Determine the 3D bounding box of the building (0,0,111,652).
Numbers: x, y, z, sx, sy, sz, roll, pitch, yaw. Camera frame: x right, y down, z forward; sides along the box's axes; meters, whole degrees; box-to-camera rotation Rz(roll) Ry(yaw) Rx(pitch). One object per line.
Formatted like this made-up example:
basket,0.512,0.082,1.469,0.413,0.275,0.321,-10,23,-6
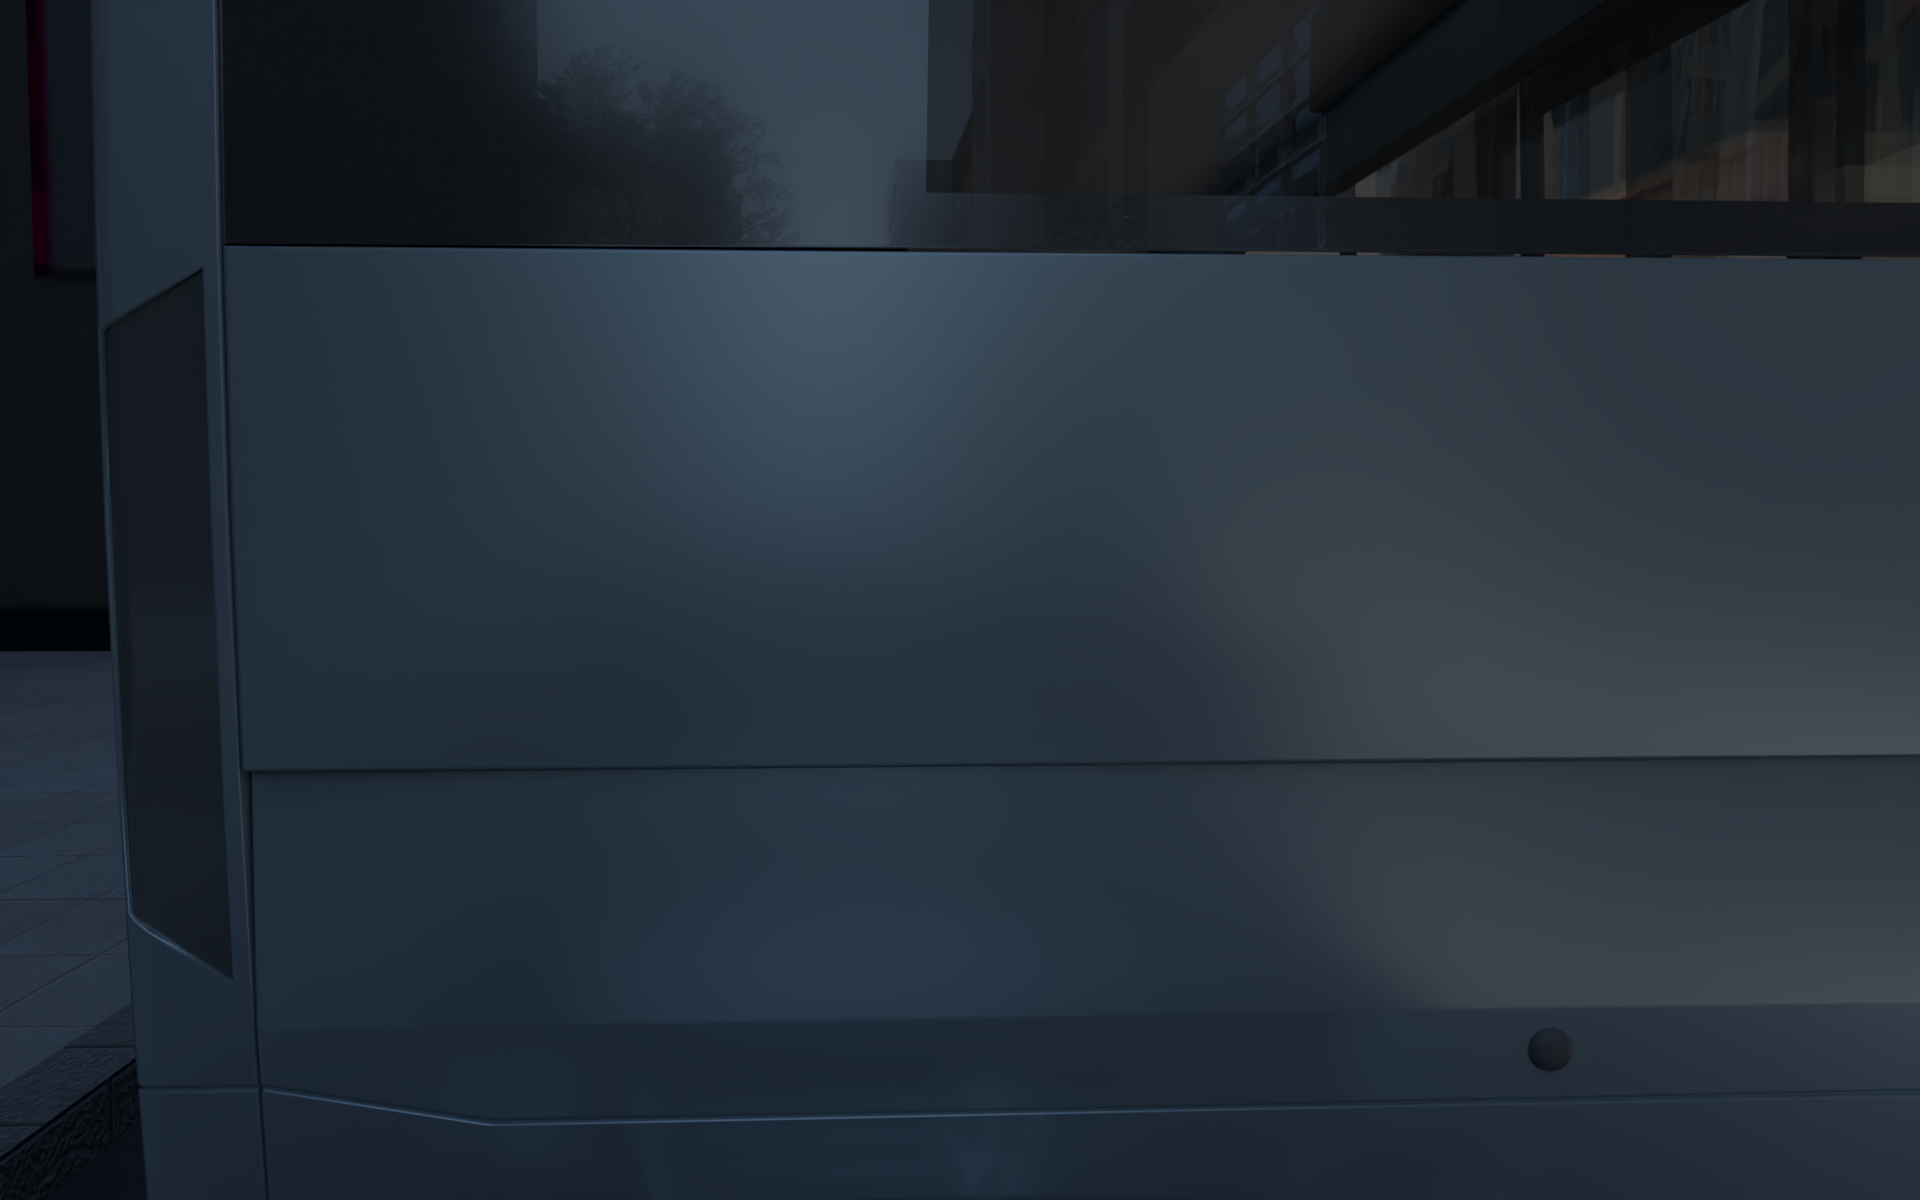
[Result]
building,-16.359,-24.035,16.677,21.600,48.544,21.300,0,4,-2

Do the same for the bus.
bus,-0.009,-0.831,8.451,2.948,3.499,13.247,0,4,-3
